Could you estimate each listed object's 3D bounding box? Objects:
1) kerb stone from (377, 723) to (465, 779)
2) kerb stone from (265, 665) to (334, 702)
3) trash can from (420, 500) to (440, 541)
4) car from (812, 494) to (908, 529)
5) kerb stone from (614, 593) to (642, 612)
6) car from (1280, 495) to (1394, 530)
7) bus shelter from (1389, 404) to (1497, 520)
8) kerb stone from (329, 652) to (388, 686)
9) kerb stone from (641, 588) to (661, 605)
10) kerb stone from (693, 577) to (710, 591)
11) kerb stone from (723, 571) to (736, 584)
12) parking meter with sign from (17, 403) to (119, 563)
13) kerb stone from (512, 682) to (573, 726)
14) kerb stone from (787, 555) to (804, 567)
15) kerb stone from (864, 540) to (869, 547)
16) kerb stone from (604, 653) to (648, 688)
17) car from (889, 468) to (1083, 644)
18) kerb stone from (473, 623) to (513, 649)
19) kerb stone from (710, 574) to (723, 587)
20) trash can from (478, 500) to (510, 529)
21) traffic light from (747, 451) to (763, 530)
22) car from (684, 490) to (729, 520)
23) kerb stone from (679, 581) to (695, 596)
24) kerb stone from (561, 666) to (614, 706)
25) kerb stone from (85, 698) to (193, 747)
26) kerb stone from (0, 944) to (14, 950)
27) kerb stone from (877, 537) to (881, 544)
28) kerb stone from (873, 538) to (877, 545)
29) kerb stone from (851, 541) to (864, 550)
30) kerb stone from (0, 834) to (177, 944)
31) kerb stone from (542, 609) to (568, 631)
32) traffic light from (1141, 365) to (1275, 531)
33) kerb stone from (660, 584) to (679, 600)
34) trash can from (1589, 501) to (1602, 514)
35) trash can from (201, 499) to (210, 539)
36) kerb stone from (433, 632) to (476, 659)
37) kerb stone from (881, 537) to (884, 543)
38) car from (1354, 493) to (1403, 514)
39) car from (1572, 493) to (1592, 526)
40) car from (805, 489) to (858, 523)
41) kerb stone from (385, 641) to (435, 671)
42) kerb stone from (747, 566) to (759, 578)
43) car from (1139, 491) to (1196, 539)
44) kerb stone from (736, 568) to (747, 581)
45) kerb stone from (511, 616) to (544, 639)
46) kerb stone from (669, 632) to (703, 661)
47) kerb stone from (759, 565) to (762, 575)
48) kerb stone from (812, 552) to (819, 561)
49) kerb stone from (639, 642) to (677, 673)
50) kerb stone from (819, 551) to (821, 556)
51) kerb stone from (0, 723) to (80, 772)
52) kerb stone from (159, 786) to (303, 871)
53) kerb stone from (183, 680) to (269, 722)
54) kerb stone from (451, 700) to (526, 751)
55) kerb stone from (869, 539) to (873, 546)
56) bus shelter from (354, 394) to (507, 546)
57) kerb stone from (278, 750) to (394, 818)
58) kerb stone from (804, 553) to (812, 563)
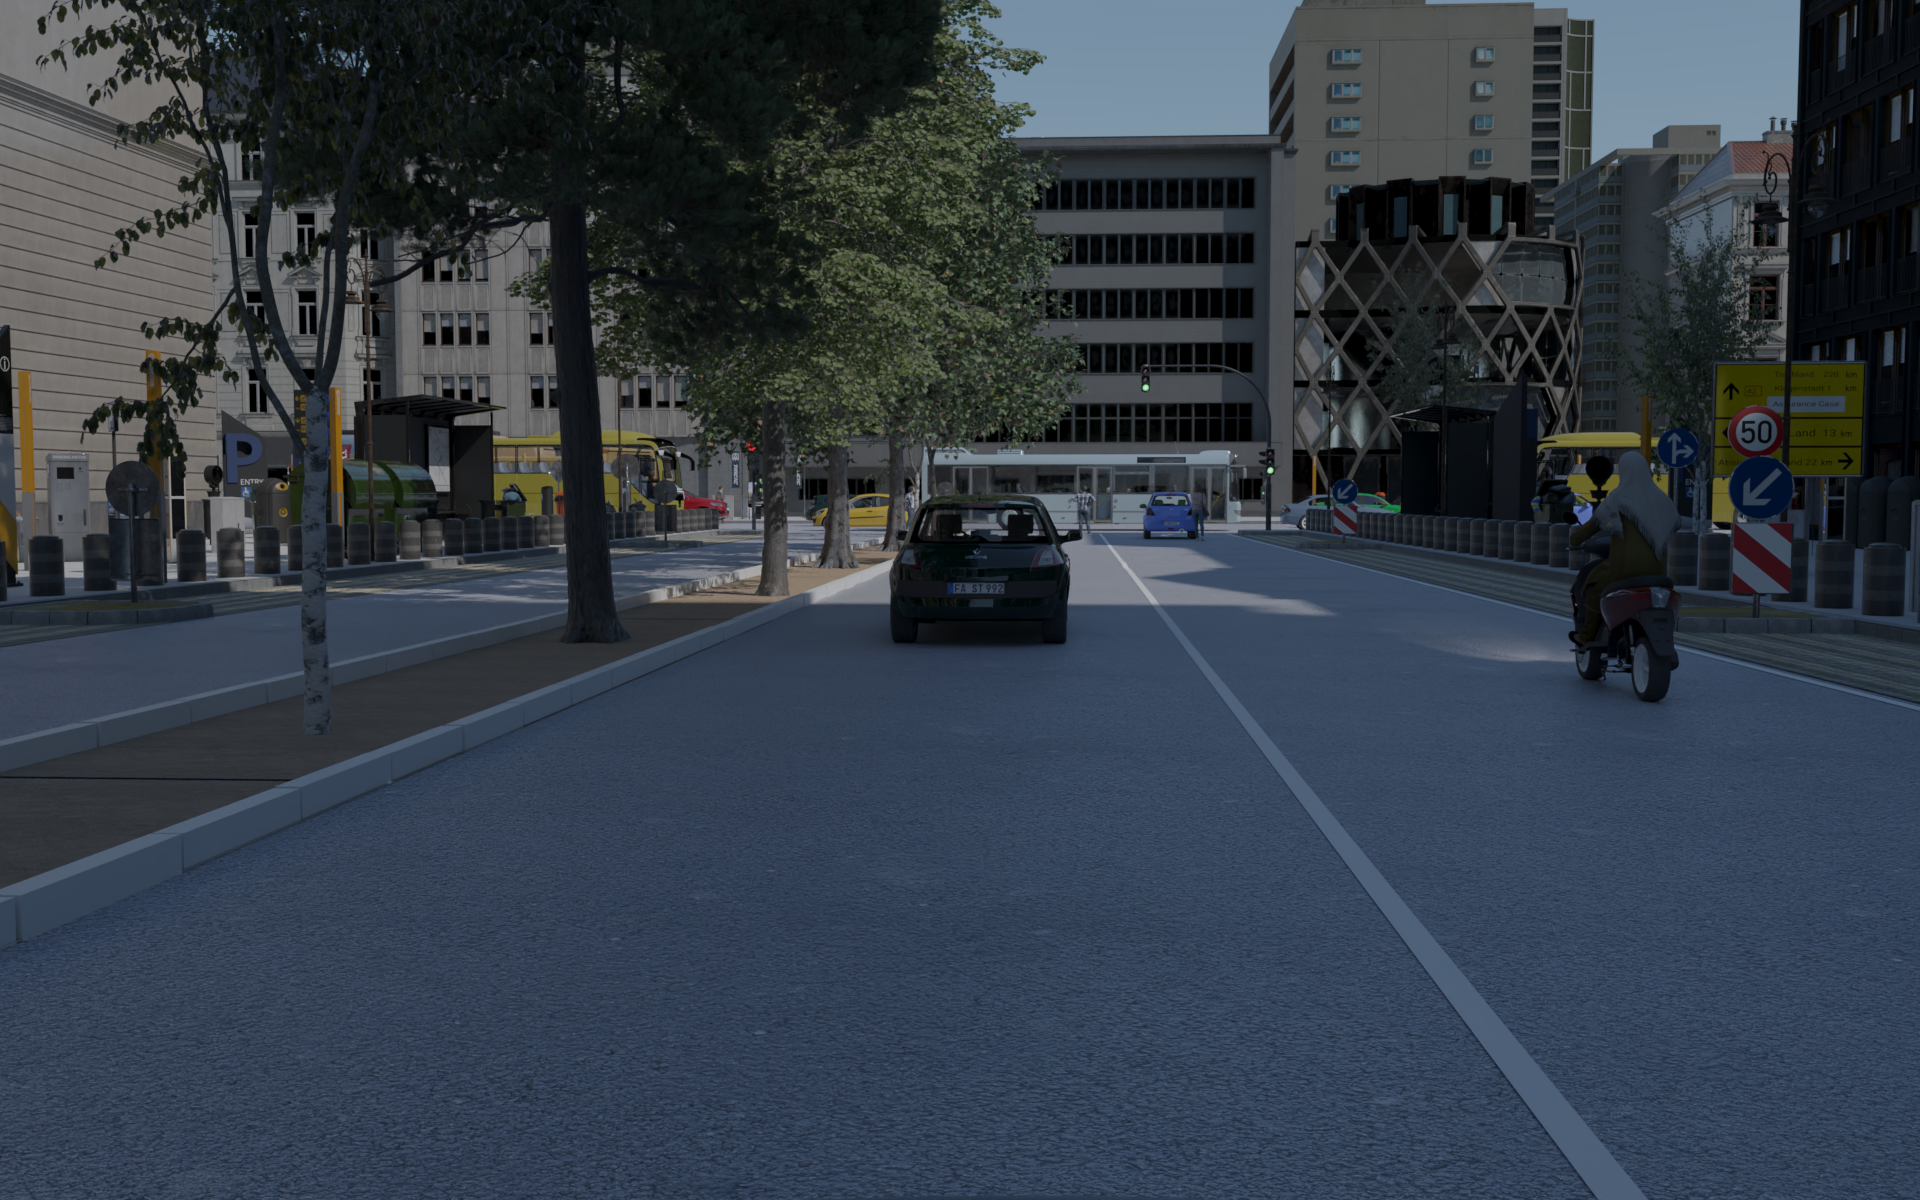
[{"bbox_3d":[-2.852,0.803,9.116,0.120,0.150,1.000,0,4,4],"label":"kerb stone"},{"bbox_3d":[-4.743,0.609,12.315,0.120,0.150,1.000,0,4,4],"label":"kerb stone"},{"bbox_3d":[-11.925,-1.642,38.493,0.748,1.137,0.748,0,3,0],"label":"trash can"},{"bbox_3d":[-3.782,-3.510,67.606,3.980,1.641,2.015,0,4,4],"label":"car"},{"bbox_3d":[-4.163,0.041,21.532,0.120,0.150,1.000,0,4,4],"label":"kerb stone"},{"bbox_3d":[14.817,-3.415,67.843,4.499,1.417,2.014,0,4,5],"label":"car"},{"bbox_3d":[13.375,-3.485,48.268,1.731,3.624,6.357,0,4,3],"label":"bus shelter"},{"bbox_3d":[-4.678,0.542,13.337,0.120,0.150,1.000,0,4,4],"label":"kerb stone"},{"bbox_3d":[-4.102,-0.020,22.556,0.120,0.150,1.000,0,4,4],"label":"kerb stone"},{"bbox_3d":[-3.905,-0.210,25.630,0.120,0.150,1.000,0,4,4],"label":"kerb stone"},{"bbox_3d":[-3.778,-0.336,27.692,0.120,0.150,1.000,0,4,4],"label":"kerb stone"},{"bbox_3d":[-16.884,-2.232,32.754,1.738,3.016,0.543,-3,4,-36],"label":"parking meter with sign"},{"bbox_3d":[-2.713,0.674,11.170,0.120,0.150,1.000,0,4,4],"label":"kerb stone"},{"bbox_3d":[-3.321,-0.775,34.866,0.120,0.150,1.000,0,4,4],"label":"kerb stone"},{"bbox_3d":[-2.613,-1.465,46.144,0.120,0.150,1.000,0,4,4],"label":"kerb stone"},{"bbox_3d":[-2.584,0.548,13.235,0.120,0.150,1.000,0,4,4],"label":"kerb stone"},{"bbox_3d":[0.275,-0.505,18.037,2.009,1.686,4.222,0,4,4],"label":"car"},{"bbox_3d":[-4.478,0.357,16.404,0.120,0.150,1.000,0,4,4],"label":"kerb stone"},{"bbox_3d":[-3.850,-0.273,26.661,0.120,0.150,1.000,0,4,4],"label":"kerb stone"},{"bbox_3d":[-11.215,-1.839,41.721,0.748,1.137,0.748,0,3,0],"label":"trash can"},{"bbox_3d":[-7.362,-4.464,61.915,0.839,4.253,0.868,0,4,4],"label":"traffic light"},{"bbox_3d":[-13.319,-4.366,80.057,5.304,1.827,2.281,0,4,2],"label":"car"},{"bbox_3d":[-3.969,-0.147,24.601,0.120,0.150,1.000,0,4,4],"label":"kerb stone"},{"bbox_3d":[-2.646,0.611,12.206,0.120,0.150,1.000,0,4,4],"label":"kerb stone"},{"bbox_3d":[-4.869,0.730,10.259,0.120,0.150,1.000,0,4,4],"label":"kerb stone"},{"bbox_3d":[-3.098,1.050,5.020,0.120,0.150,1.000,0,4,4],"label":"kerb stone"},{"bbox_3d":[-2.419,-1.650,49.216,0.120,0.150,1.000,0,4,4],"label":"kerb stone"},{"bbox_3d":[-2.484,-1.585,48.194,0.120,0.150,1.000,0,4,4],"label":"kerb stone"},{"bbox_3d":[-2.678,-1.402,45.112,0.120,0.150,1.000,0,4,4],"label":"kerb stone"},{"bbox_3d":[-3.029,0.988,6.042,0.120,0.150,1.000,0,4,4],"label":"kerb stone"},{"bbox_3d":[-4.361,0.234,18.456,0.120,0.150,1.000,0,4,4],"label":"kerb stone"},{"bbox_3d":[8.721,-5.267,60.781,4.771,5.953,1.251,0,4,4],"label":"traffic light"},{"bbox_3d":[-4.031,-0.085,23.578,0.120,0.150,1.000,0,4,4],"label":"kerb stone"},{"bbox_3d":[12.871,-1.391,34.401,0.748,1.137,0.748,0,3,0],"label":"trash can"},{"bbox_3d":[-21.159,-2.297,49.214,0.748,1.137,0.748,0,3,0],"label":"trash can"},{"bbox_3d":[-4.550,0.418,15.382,0.120,0.150,1.000,0,4,4],"label":"kerb stone"},{"bbox_3d":[-2.365,-1.713,50.240,0.120,0.150,1.000,0,4,4],"label":"kerb stone"},{"bbox_3d":[17.212,-3.962,73.568,4.718,1.807,1.959,0,4,2],"label":"car"},{"bbox_3d":[22.376,-3.307,63.656,3.694,1.707,1.945,0,4,5],"label":"car"},{"bbox_3d":[-4.810,-4.135,77.397,4.222,1.686,2.009,0,4,2],"label":"car"},{"bbox_3d":[-4.614,0.481,14.360,0.120,0.150,1.000,0,4,4],"label":"kerb stone"},{"bbox_3d":[-3.643,-0.461,29.741,0.120,0.150,1.000,0,4,4],"label":"kerb stone"},{"bbox_3d":[6.804,-2.854,56.252,1.945,1.707,3.694,0,4,5],"label":"car"},{"bbox_3d":[-3.718,-0.399,28.718,0.120,0.150,1.000,0,4,4],"label":"kerb stone"},{"bbox_3d":[-4.422,0.298,17.429,0.120,0.150,1.000,0,4,4],"label":"kerb stone"},{"bbox_3d":[-2.455,0.423,15.280,0.120,0.150,1.000,0,4,4],"label":"kerb stone"},{"bbox_3d":[-3.577,-0.524,30.763,0.120,0.150,1.000,0,4,4],"label":"kerb stone"},{"bbox_3d":[-3.193,-0.900,36.919,0.120,0.150,1.000,0,4,4],"label":"kerb stone"},{"bbox_3d":[-2.521,0.485,14.258,0.120,0.150,1.000,0,4,4],"label":"kerb stone"},{"bbox_3d":[-3.129,-0.963,37.943,0.120,0.150,1.000,0,4,4],"label":"kerb stone"},{"bbox_3d":[-4.943,0.798,9.237,0.120,0.150,1.000,0,4,4],"label":"kerb stone"},{"bbox_3d":[-2.972,0.928,7.070,0.120,0.150,1.000,0,4,4],"label":"kerb stone"},{"bbox_3d":[-4.812,0.667,11.288,0.120,0.150,1.000,0,4,4],"label":"kerb stone"},{"bbox_3d":[-2.772,0.738,10.137,0.120,0.150,1.000,0,4,4],"label":"kerb stone"},{"bbox_3d":[-2.558,-1.527,47.167,0.120,0.150,1.000,0,4,4],"label":"kerb stone"},{"bbox_3d":[-13.296,-3.217,43.886,1.731,3.624,6.357,0,4,4],"label":"bus shelter"},{"bbox_3d":[-2.912,0.863,8.093,0.120,0.150,1.000,0,4,4],"label":"kerb stone"},{"bbox_3d":[-3.262,-0.838,35.896,0.120,0.150,1.000,0,4,4],"label":"kerb stone"}]
